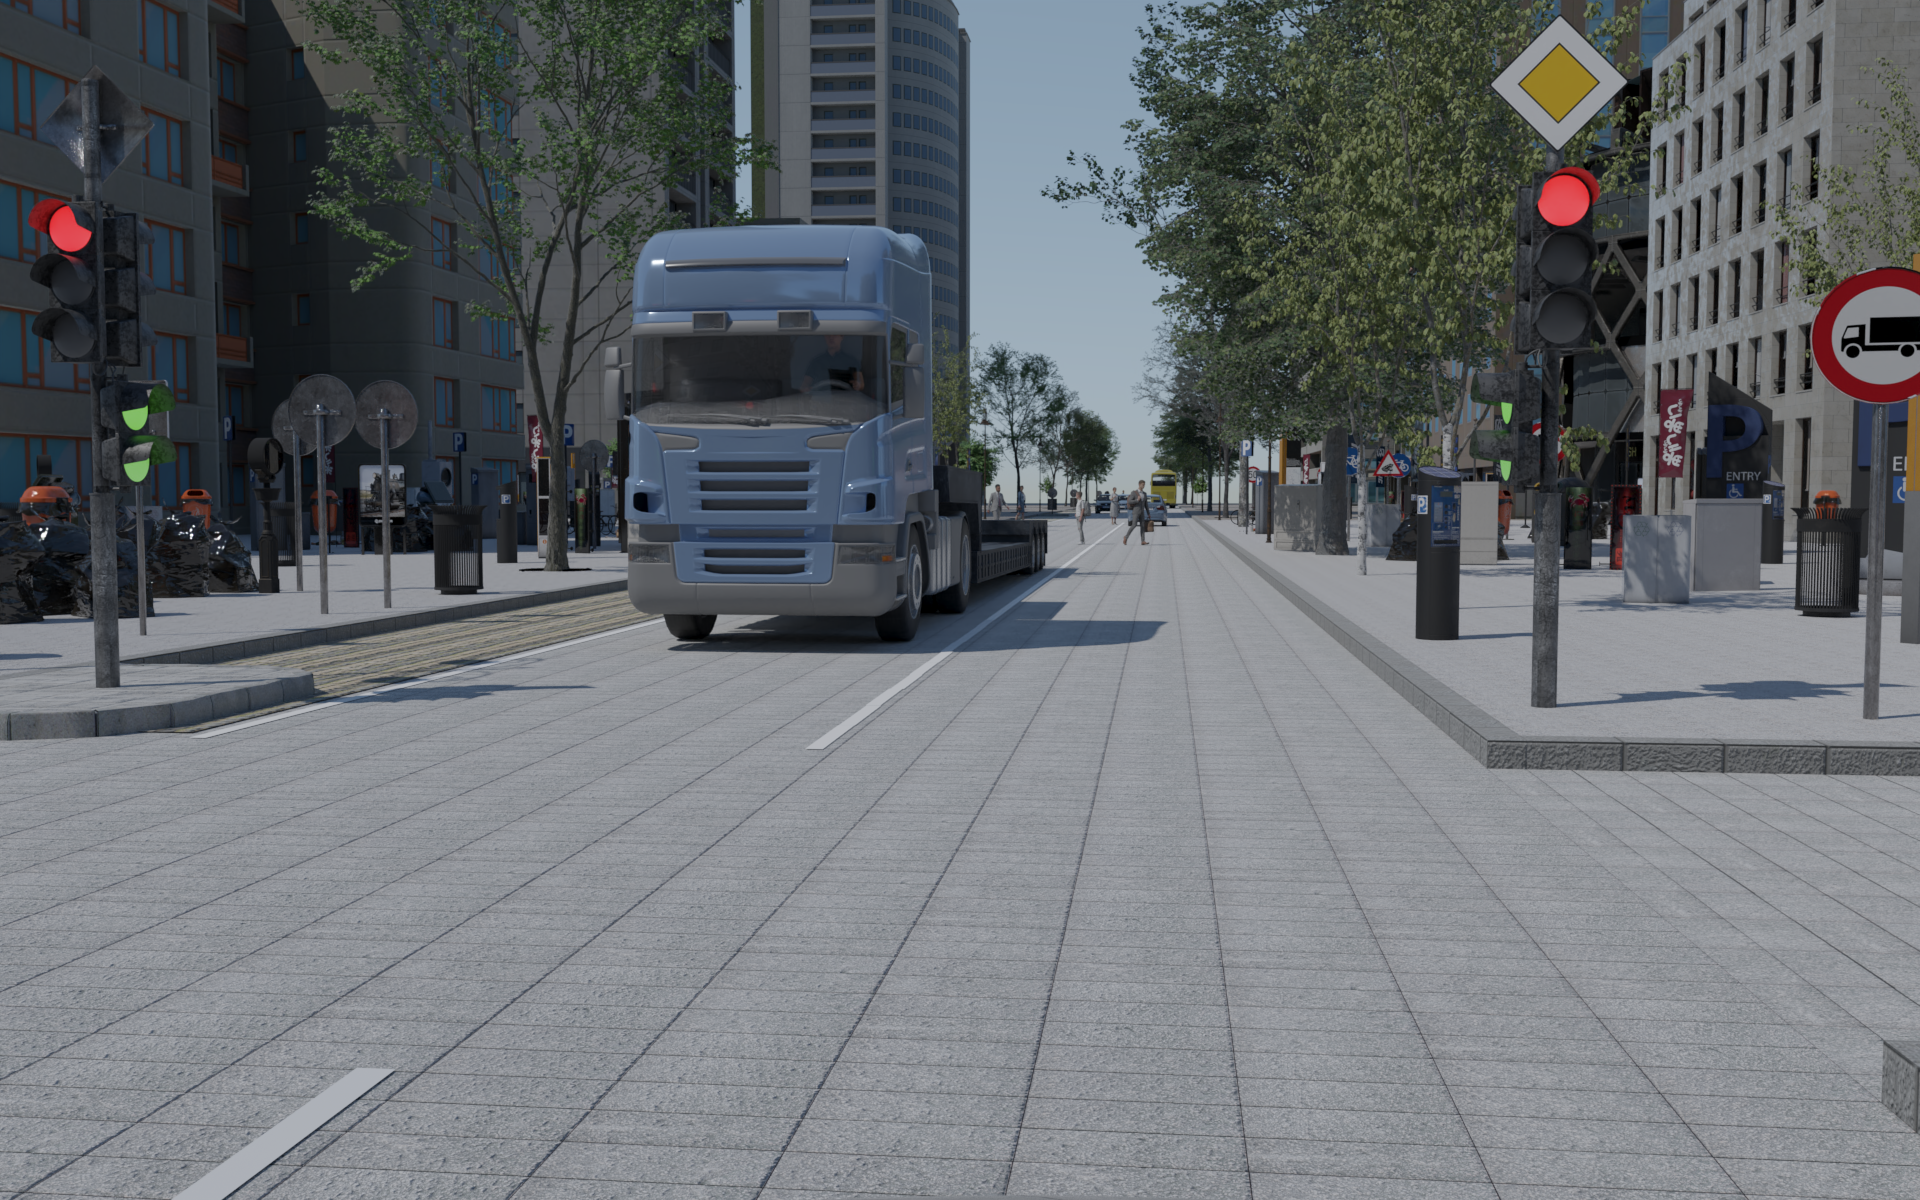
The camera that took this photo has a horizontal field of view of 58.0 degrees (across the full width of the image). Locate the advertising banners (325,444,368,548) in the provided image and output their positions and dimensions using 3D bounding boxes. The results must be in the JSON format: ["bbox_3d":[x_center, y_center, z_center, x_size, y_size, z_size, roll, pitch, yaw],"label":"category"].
[{"bbox_3d":[-14.537,-2.762,41.354,2.074,3.025,0.090,2,4,27],"label":"advertising banners"}]

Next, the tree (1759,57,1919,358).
[{"bbox_3d":[15.465,-4.743,27.904,4.737,8.622,4.395,0,3,0],"label":"tree"}]

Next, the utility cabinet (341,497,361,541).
[{"bbox_3d":[-16.699,-2.222,47.491,0.306,1.237,1.020,-2,4,-33],"label":"utility cabinet"}]

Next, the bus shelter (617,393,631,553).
[{"bbox_3d":[-6.296,-3.022,40.697,1.731,3.624,6.357,0,4,7],"label":"bus shelter"}]

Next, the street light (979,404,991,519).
[{"bbox_3d":[1.276,-7.041,87.906,0.468,5.910,1.993,0,4,7],"label":"street light"}]

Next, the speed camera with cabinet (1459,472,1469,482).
[{"bbox_3d":[20.434,-4.746,71.940,0.660,3.252,2.038,3,5,42],"label":"speed camera with cabinet"}]

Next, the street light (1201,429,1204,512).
[{"bbox_3d":[17.063,-9.105,121.659,0.468,5.910,1.993,0,4,7],"label":"street light"}]

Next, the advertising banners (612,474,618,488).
[{"bbox_3d":[-16.647,-5.127,80.012,2.074,3.025,0.090,-2,4,-24],"label":"advertising banners"}]

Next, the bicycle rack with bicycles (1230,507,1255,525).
[{"bbox_3d":[12.556,-3.572,71.778,2.925,0.926,2.852,2,4,31],"label":"bicycle rack with bicycles"}]

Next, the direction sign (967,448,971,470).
[{"bbox_3d":[0.429,-5.758,86.139,0.379,3.537,0.876,-1,4,-10],"label":"direction sign"}]

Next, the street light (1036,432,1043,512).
[{"bbox_3d":[5.868,-9.423,126.848,0.468,5.910,1.993,0,4,7],"label":"street light"}]

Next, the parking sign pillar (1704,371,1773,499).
[{"bbox_3d":[16.904,-3.008,37.659,1.447,3.967,1.447,2,4,34],"label":"parking sign pillar"}]

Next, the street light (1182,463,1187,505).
[{"bbox_3d":[31.216,-16.502,242.591,0.468,5.910,1.993,0,4,7],"label":"street light"}]

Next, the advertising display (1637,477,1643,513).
[{"bbox_3d":[26.278,-3.737,66.305,0.123,1.923,0.974,-1,4,-18],"label":"advertising display"}]

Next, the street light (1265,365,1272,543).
[{"bbox_3d":[8.129,-4.441,45.402,0.468,5.910,1.993,0,4,7],"label":"street light"}]

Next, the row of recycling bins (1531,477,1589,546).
[{"bbox_3d":[15.325,-2.262,44.096,1.069,1.692,3.534,0,4,8],"label":"row of recycling bins"}]

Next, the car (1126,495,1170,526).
[{"bbox_3d":[8.481,-4.050,78.214,2.014,1.417,4.499,0,4,7],"label":"car"}]

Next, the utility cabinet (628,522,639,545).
[{"bbox_3d":[-5.683,-1.434,32.128,0.318,1.500,1.173,2,4,28],"label":"utility cabinet"}]

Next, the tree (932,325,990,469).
[{"bbox_3d":[-0.543,-7.600,74.630,4.737,8.622,4.395,0,3,0],"label":"tree"}]

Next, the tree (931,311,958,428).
[{"bbox_3d":[-2.224,-7.041,65.475,4.360,8.622,3.978,0,3,0],"label":"tree"}]

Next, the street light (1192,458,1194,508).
[{"bbox_3d":[21.612,-11.487,160.606,0.468,5.910,1.993,0,4,7],"label":"street light"}]

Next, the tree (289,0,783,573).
[{"bbox_3d":[-6.764,-6.273,28.322,9.928,11.665,9.643,0,3,0],"label":"tree"}]

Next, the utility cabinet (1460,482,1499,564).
[{"bbox_3d":[9.129,-1.388,31.371,1.173,1.500,0.318,1,4,17],"label":"utility cabinet"}]

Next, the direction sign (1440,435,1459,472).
[{"bbox_3d":[18.721,-4.545,66.316,0.379,3.537,0.876,-2,4,-30],"label":"direction sign"}]

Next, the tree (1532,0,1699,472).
[{"bbox_3d":[5.464,-4.189,18.848,4.737,8.622,4.395,0,3,0],"label":"tree"}]

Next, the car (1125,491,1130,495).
[{"bbox_3d":[15.207,-9.166,159.650,2.009,1.686,4.222,0,4,7],"label":"car"}]

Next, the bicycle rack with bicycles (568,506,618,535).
[{"bbox_3d":[-11.663,-2.490,54.102,2.925,0.926,2.852,3,5,41],"label":"bicycle rack with bicycles"}]

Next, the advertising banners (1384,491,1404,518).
[{"bbox_3d":[21.257,-5.282,82.542,2.074,3.025,0.090,1,4,23],"label":"advertising banners"}]

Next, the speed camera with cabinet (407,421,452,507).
[{"bbox_3d":[-14.210,-3.157,45.955,0.660,3.252,2.038,1,4,11],"label":"speed camera with cabinet"}]

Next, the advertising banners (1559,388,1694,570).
[{"bbox_3d":[11.168,-2.013,29.094,2.074,3.025,0.090,2,4,26],"label":"advertising banners"}]

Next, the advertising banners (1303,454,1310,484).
[{"bbox_3d":[14.835,-4.912,76.492,0.090,3.025,2.074,-2,4,-24],"label":"advertising banners"}]

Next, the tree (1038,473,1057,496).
[{"bbox_3d":[7.695,-9.775,154.427,1.663,3.219,1.824,0,3,0],"label":"tree"}]

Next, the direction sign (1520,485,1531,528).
[{"bbox_3d":[21.311,-4.476,65.182,0.379,3.537,0.876,-2,4,-34],"label":"direction sign"}]

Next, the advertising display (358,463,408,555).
[{"bbox_3d":[-12.166,-1.915,36.517,0.974,1.923,0.123,-1,4,-9],"label":"advertising display"}]

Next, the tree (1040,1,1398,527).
[{"bbox_3d":[9.914,-12.971,67.966,12.611,20.169,13.585,0,3,0],"label":"tree"}]

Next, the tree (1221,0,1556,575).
[{"bbox_3d":[6.234,-4.682,26.906,4.737,8.622,4.395,0,3,0],"label":"tree"}]

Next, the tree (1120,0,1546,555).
[{"bbox_3d":[7.861,-7.928,36.283,9.857,13.997,8.962,0,3,0],"label":"tree"}]

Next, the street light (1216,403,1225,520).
[{"bbox_3d":[12.664,-6.823,84.350,0.468,5.910,1.993,0,4,7],"label":"street light"}]

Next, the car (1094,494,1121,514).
[{"bbox_3d":[10.912,-7.229,127.980,2.009,1.686,4.222,0,4,8],"label":"car"}]

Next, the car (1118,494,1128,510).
[{"bbox_3d":[12.713,-7.554,135.517,2.014,1.417,4.499,0,4,7],"label":"car"}]

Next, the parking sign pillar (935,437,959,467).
[{"bbox_3d":[-0.641,-5.661,81.033,1.447,3.967,1.447,3,5,43],"label":"parking sign pillar"}]

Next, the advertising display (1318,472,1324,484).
[{"bbox_3d":[10.447,-2.746,50.112,0.123,1.923,0.974,0,4,6],"label":"advertising display"}]

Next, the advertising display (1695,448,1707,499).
[{"bbox_3d":[10.435,-1.175,24.433,0.123,1.923,0.974,1,4,22],"label":"advertising display"}]

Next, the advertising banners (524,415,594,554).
[{"bbox_3d":[-8.733,-2.542,37.748,2.074,3.025,0.090,3,4,37],"label":"advertising banners"}]

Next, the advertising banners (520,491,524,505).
[{"bbox_3d":[-21.977,-5.437,85.084,2.074,3.025,0.090,0,4,-8],"label":"advertising banners"}]

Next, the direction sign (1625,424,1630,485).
[{"bbox_3d":[21.817,-3.955,56.664,0.379,3.537,0.876,2,4,25],"label":"direction sign"}]

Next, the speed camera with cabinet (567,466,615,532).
[{"bbox_3d":[-12.661,-3.903,58.148,2.038,3.252,0.660,-2,4,-30],"label":"speed camera with cabinet"}]

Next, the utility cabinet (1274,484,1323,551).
[{"bbox_3d":[7.599,-1.847,38.872,0.318,1.500,1.173,-3,5,-41],"label":"utility cabinet"}]

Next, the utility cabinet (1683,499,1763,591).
[{"bbox_3d":[10.122,-0.726,23.024,1.020,1.237,0.306,-1,4,-13],"label":"utility cabinet"}]

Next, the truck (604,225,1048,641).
[{"bbox_3d":[-0.724,-2.088,23.892,2.967,4.110,18.799,0,4,7],"label":"truck"}]

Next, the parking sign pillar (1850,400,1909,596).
[{"bbox_3d":[12.176,-2.062,22.190,1.447,3.967,1.447,2,4,32],"label":"parking sign pillar"}]
